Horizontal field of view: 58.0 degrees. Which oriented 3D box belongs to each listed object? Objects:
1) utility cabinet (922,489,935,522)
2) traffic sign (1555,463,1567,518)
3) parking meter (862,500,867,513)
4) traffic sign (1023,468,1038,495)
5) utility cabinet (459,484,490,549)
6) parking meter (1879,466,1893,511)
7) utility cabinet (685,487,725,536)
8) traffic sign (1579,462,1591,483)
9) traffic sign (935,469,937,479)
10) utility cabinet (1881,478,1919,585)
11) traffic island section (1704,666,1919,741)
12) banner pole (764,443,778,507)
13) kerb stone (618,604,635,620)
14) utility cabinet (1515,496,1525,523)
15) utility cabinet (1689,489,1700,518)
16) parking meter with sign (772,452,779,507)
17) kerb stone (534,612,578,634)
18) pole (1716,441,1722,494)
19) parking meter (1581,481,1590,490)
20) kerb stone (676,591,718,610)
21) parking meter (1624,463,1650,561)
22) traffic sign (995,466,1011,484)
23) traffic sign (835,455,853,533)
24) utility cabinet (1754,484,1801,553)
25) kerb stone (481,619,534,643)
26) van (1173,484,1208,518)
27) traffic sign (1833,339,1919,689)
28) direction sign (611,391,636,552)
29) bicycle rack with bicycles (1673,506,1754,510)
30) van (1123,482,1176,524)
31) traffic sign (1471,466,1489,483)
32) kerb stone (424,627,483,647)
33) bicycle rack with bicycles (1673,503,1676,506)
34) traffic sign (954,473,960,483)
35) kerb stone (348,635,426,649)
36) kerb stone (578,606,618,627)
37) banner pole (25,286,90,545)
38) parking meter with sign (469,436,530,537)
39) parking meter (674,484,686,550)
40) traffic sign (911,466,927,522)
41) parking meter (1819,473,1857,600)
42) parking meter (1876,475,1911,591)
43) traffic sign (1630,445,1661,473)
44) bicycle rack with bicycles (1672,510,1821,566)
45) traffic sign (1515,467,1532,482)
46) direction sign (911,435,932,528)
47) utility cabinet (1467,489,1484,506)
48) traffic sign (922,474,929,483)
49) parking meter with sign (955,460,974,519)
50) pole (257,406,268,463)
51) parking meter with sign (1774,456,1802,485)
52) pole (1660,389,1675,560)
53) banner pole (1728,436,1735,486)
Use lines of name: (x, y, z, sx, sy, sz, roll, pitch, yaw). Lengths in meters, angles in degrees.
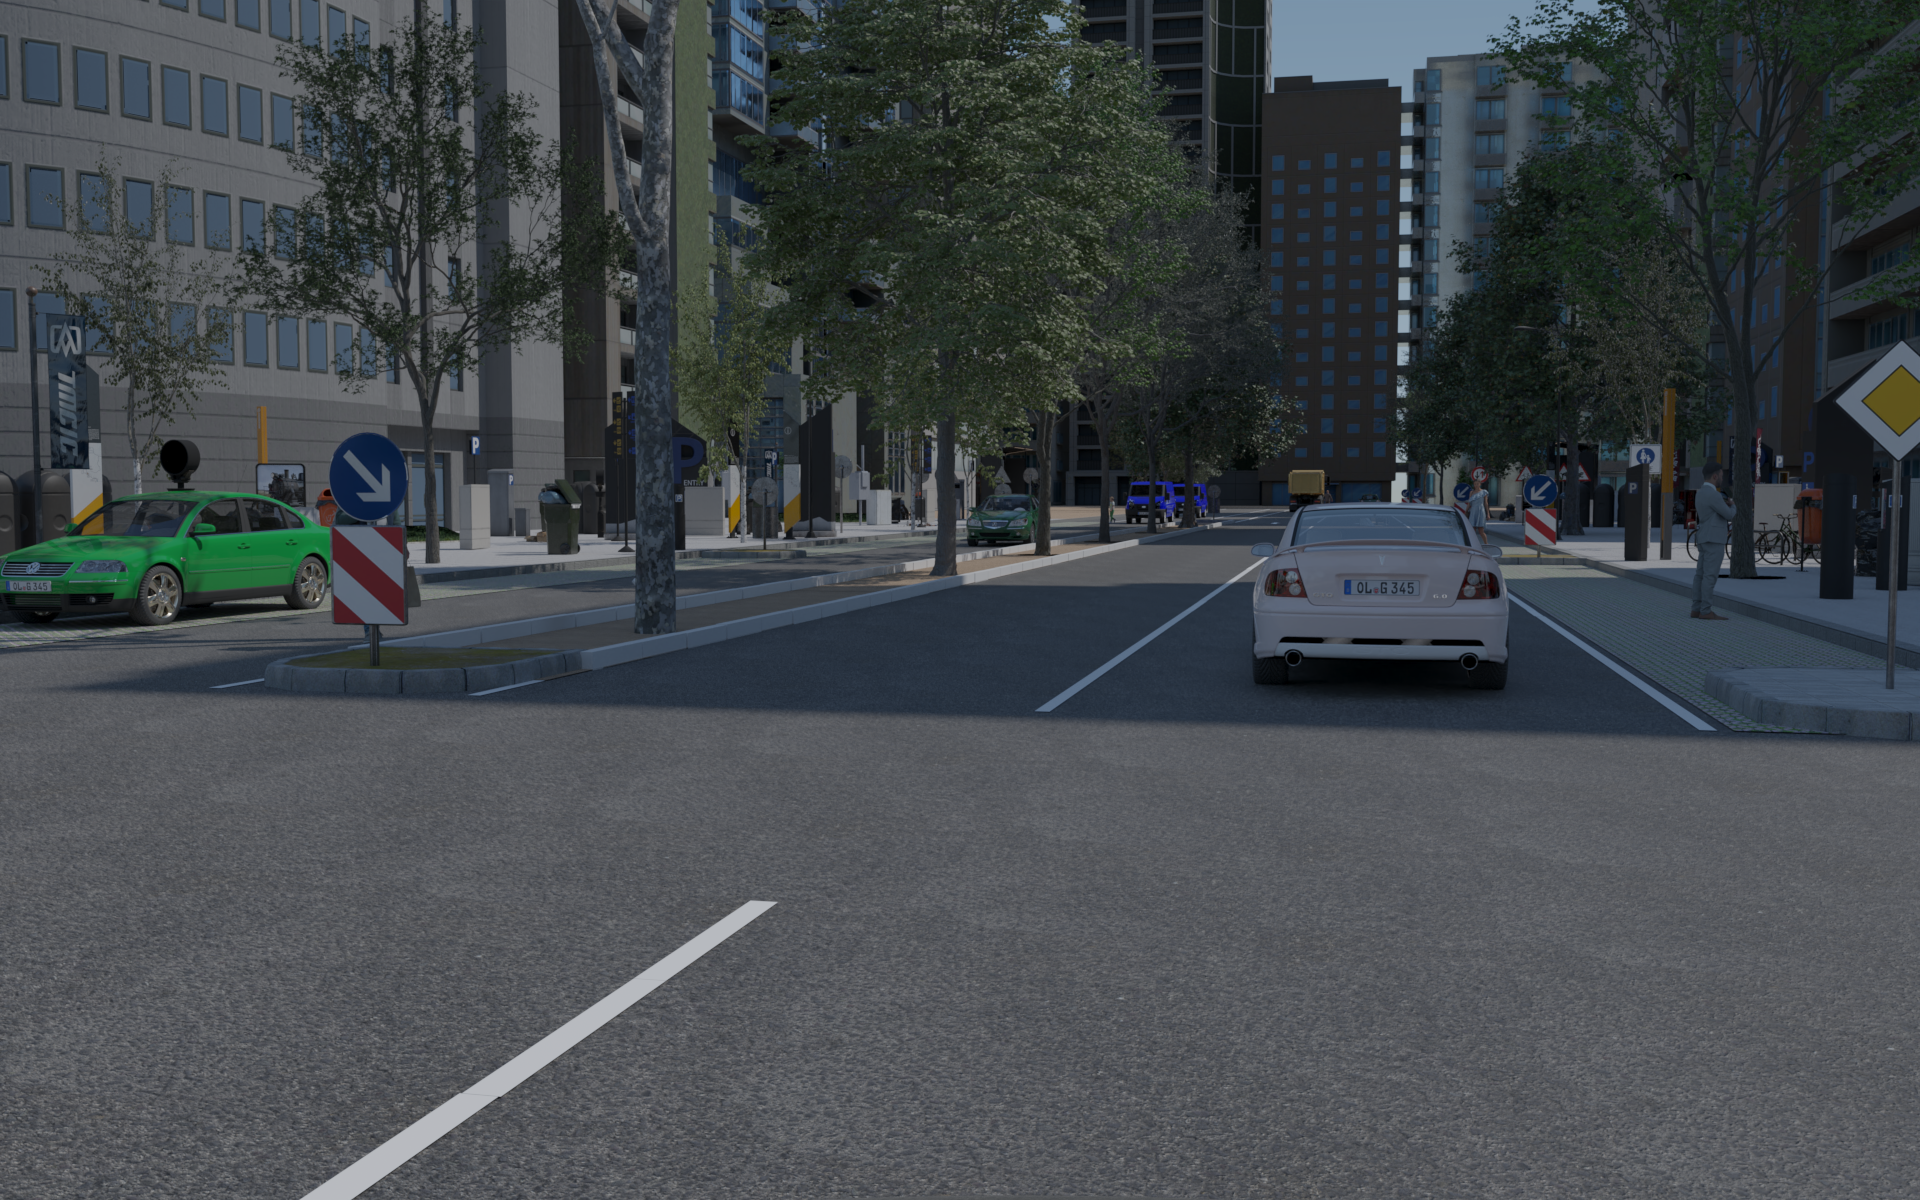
utility cabinet: (-1.460, -4.256, 78.271, 0.318, 1.500, 1.173, 1, 4, 16)
traffic sign: (25.139, -4.414, 72.169, 0.884, 2.594, 0.081, 1, 4, 17)
parking meter: (-4.860, -5.139, 89.735, 0.255, 1.863, 0.399, 2, 4, 30)
traffic sign: (3.414, -5.139, 84.130, 0.768, 2.556, 0.104, 1, 4, 22)
utility cabinet: (-11.285, -1.931, 40.246, 0.318, 1.500, 1.173, 0, 4, 5)
parking meter: (19.638, -1.887, 36.562, 0.399, 1.863, 0.255, 2, 4, 26)
utility cabinet: (-7.757, -2.691, 52.679, 1.173, 1.500, 0.318, 0, 4, 4)
traffic sign: (25.328, -4.332, 70.824, 0.884, 2.594, 0.081, 1, 4, 15)
traffic sign: (-0.828, -4.911, 80.408, 0.768, 2.556, 0.104, 1, 4, 17)
utility cabinet: (13.478, -0.946, 24.139, 0.318, 1.500, 1.173, -2, 4, -31)
traffic island section: (6.140, 0.665, 11.405, 2.009, 0.180, 2.903, 1, 4, 13)
banner pole: (-9.123, -5.756, 84.133, 0.863, 3.779, 0.401, -2, 4, -27)
kerb stone: (-3.816, 0.134, 20.052, 0.120, 0.150, 1.000, 1, 4, 13)
utility cabinet: (24.807, -3.944, 75.640, 1.020, 1.237, 0.306, 1, 4, 13)
utility cabinet: (33.606, -4.261, 78.343, 1.173, 1.500, 0.318, 2, 4, 26)
parking meter with sign: (-6.861, -4.607, 71.581, 1.738, 3.016, 0.543, -2, 4, -30)
kerb stone: (-4.287, 0.254, 18.045, 0.120, 0.150, 1.000, 1, 4, 13)
pole: (29.028, -4.431, 66.289, 0.158, 3.312, 0.155, 0, 3, 0)
parking meter: (26.609, -4.164, 73.786, 0.399, 1.863, 0.255, -1, 4, -11)
kerb stone: (-3.355, 0.013, 22.051, 0.120, 0.150, 1.000, 1, 4, 13)
parking meter: (12.941, -1.678, 33.141, 0.255, 1.863, 0.399, -2, 4, -29)
traffic sign: (1.907, -4.882, 79.824, 0.884, 2.594, 0.081, 1, 4, 14)
traffic sign: (-3.893, -3.467, 56.792, 0.768, 2.556, 0.104, 1, 4, 17)
utility cabinet: (17.874, -1.780, 37.789, 0.318, 1.500, 1.173, -1, 4, -16)
kerb stone: (-4.510, 0.315, 17.048, 0.120, 0.150, 1.000, 1, 4, 13)
van: (13.641, -6.074, 103.689, 2.240, 2.365, 5.245, 1, 4, 13)
traffic sign: (6.116, -0.470, 11.333, 0.795, 2.450, 0.064, 1, 4, 13)
direction sign: (-7.384, -2.828, 38.242, 0.876, 3.537, 0.379, 3, 5, 42)
bicycle rack with bicycles: (18.456, -1.691, 41.031, 2.852, 0.926, 2.925, 2, 4, 29)
van: (9.277, -4.887, 84.291, 2.240, 2.365, 5.245, 1, 4, 13)
traffic sign: (23.900, -4.867, 79.685, 0.768, 2.556, 0.104, 1, 4, 17)
kerb stone: (-4.742, 0.379, 16.041, 0.120, 0.150, 1.000, 1, 4, 13)
bicycle rack with bicycles: (28.484, -3.514, 70.829, 2.925, 0.926, 2.852, 3, 5, 44)
traffic sign: (-0.437, -5.058, 82.694, 0.884, 2.594, 0.081, 1, 4, 17)
kerb stone: (-4.974, 0.440, 15.031, 0.120, 0.150, 1.000, 1, 4, 13)
kerb stone: (-4.049, 0.196, 19.044, 0.120, 0.150, 1.000, 1, 4, 13)
banner pole: (-11.043, -1.905, 21.158, 0.401, 3.779, 0.863, 3, 4, 38)
parking meter with sign: (-13.882, -3.431, 52.362, 1.738, 3.016, 0.543, 1, 4, 9)
parking meter: (-6.478, -1.912, 39.666, 0.372, 1.533, 0.369, 0, 3, 0)
traffic sign: (-1.912, -4.865, 79.653, 0.768, 2.556, 0.104, 1, 4, 17)
parking meter: (10.740, -0.781, 21.183, 0.372, 1.533, 0.369, 0, 3, 0)
parking meter: (12.443, -0.898, 23.095, 0.372, 1.533, 0.369, 0, 3, 0)
traffic sign: (14.129, -2.057, 35.755, 0.606, 2.300, 0.079, 1, 4, 18)
bicycle rack with bicycles: (15.275, -1.133, 31.902, 2.852, 0.926, 2.925, -1, 4, -13)
traffic sign: (23.918, -4.477, 73.209, 0.884, 2.594, 0.081, 1, 4, 18)
direction sign: (-1.484, -4.554, 66.452, 0.876, 3.537, 0.379, -2, 4, -27)
utility cabinet: (24.350, -4.470, 81.761, 0.318, 1.500, 1.173, 3, 5, 44)
traffic sign: (-1.817, -4.980, 81.524, 0.768, 2.556, 0.104, 1, 4, 16)
parking meter with sign: (-0.162, -5.693, 89.349, 1.738, 3.016, 0.543, -1, 4, -20)
pole: (-16.243, -2.846, 40.371, 0.158, 3.312, 0.155, 0, 3, 0)
parking meter with sign: (37.407, -4.978, 77.655, 0.543, 3.016, 1.738, -2, 4, -30)
pole: (13.748, -2.435, 33.649, 0.158, 3.312, 0.155, 0, 3, 0)
banner pole: (29.433, -4.610, 65.383, 0.863, 3.779, 0.401, 1, 4, 12)
